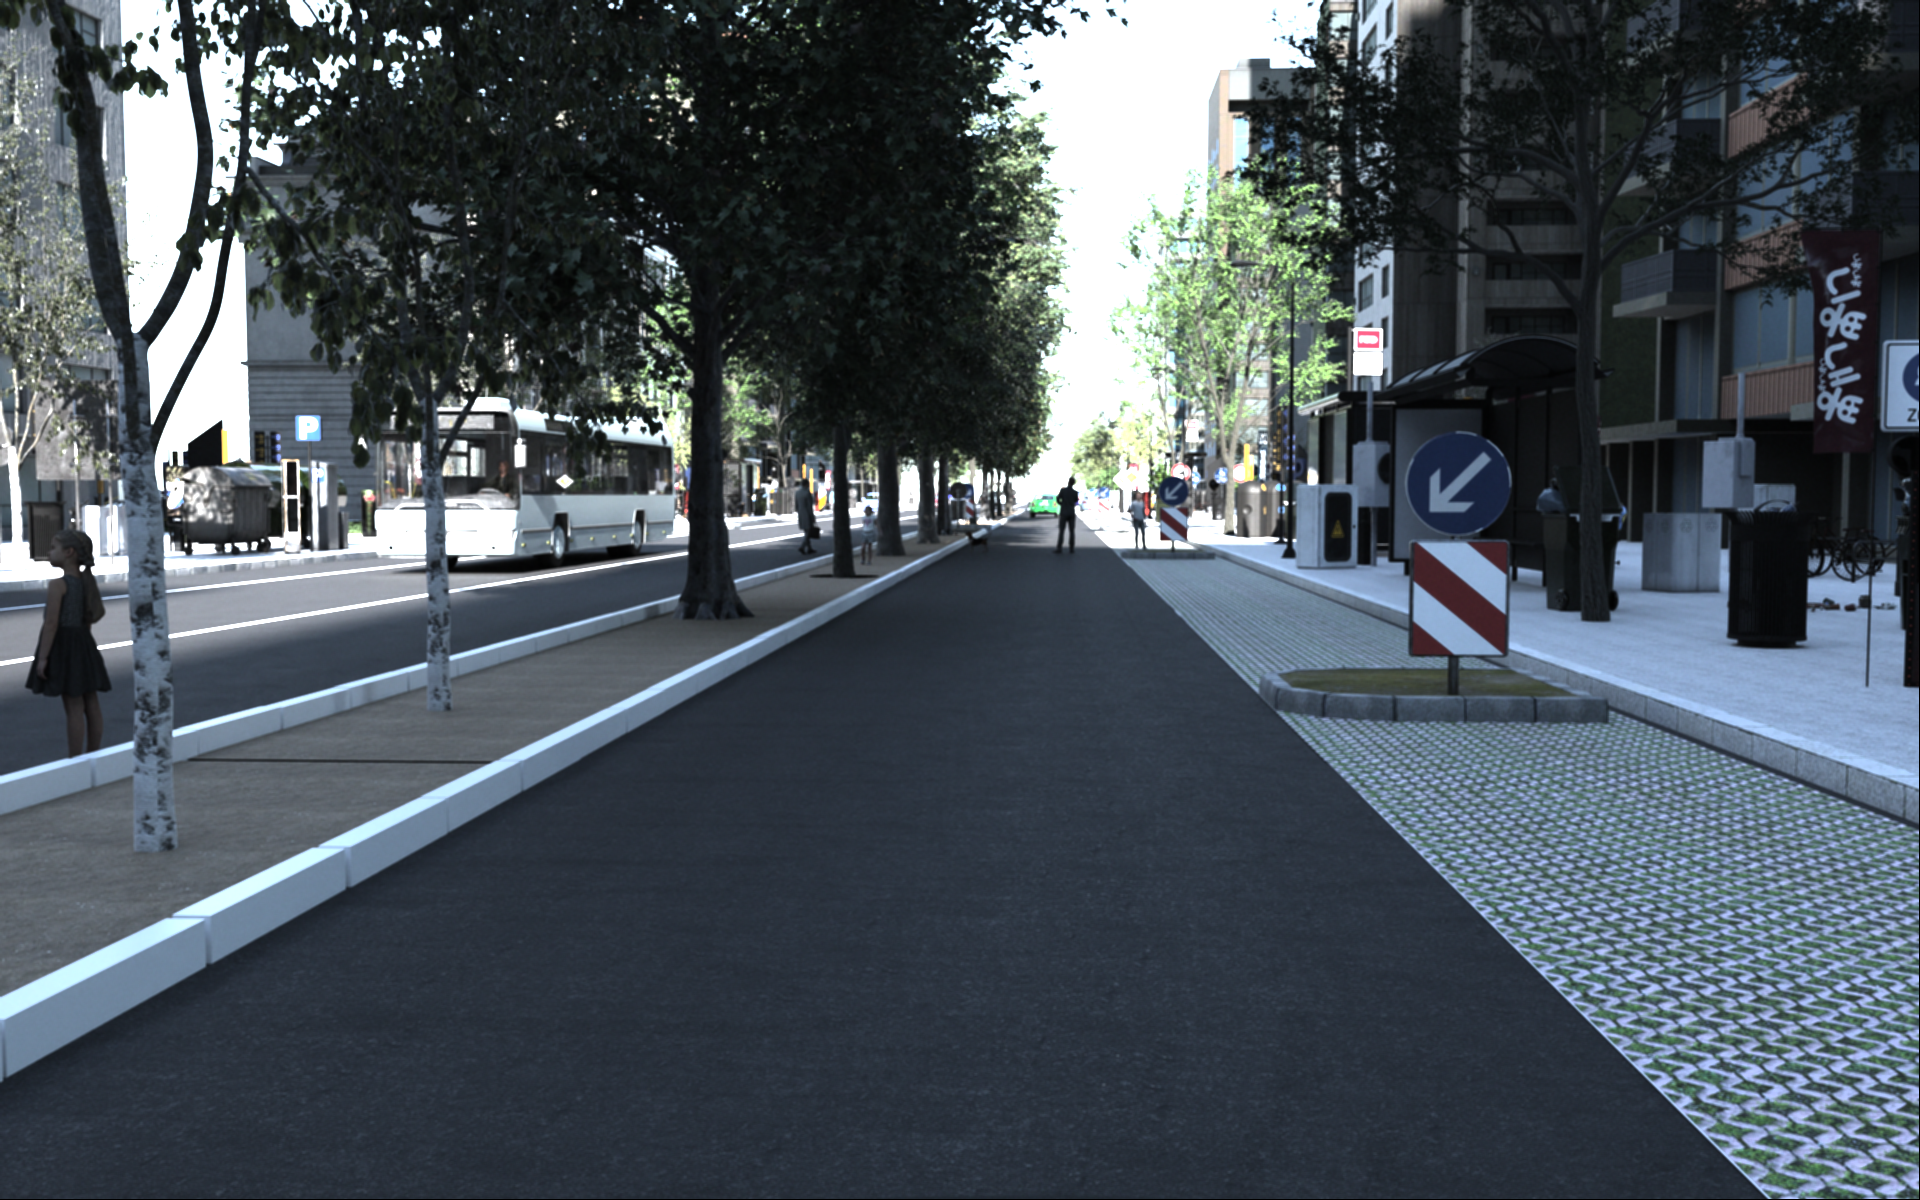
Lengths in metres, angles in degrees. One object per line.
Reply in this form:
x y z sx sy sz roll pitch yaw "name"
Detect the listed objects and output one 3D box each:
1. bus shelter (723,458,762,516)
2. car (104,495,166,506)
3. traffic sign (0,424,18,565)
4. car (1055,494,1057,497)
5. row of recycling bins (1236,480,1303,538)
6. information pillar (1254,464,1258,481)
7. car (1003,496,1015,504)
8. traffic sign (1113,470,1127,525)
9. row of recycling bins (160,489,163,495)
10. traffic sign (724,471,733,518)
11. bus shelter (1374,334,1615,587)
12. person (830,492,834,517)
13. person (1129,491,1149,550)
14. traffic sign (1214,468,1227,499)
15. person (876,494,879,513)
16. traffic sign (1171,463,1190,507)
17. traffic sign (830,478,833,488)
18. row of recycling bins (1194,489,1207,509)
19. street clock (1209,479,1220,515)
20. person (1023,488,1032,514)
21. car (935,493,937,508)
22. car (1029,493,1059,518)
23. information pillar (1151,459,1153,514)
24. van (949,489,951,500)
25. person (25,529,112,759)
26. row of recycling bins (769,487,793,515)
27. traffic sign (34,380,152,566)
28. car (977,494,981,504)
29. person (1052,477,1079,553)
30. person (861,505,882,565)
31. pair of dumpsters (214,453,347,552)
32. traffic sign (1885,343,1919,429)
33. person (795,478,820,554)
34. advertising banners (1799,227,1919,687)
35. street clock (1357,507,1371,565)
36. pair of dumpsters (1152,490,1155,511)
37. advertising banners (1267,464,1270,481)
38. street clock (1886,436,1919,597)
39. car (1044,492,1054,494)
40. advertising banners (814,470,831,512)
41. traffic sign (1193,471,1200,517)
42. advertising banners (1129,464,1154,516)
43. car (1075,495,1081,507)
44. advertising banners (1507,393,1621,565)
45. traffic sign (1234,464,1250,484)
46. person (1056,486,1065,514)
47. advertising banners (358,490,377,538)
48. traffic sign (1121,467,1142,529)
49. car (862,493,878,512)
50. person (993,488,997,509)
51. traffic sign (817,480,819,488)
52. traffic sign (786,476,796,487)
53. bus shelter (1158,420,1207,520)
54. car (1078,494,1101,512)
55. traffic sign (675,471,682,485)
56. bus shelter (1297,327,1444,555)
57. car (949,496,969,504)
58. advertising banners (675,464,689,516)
-13.370 -7.548 101.038 2.179 5.291 8.768 0 4 3 "bus shelter"
-34.000 -3.714 70.944 3.980 1.641 2.015 0 4 4 "car"
-17.413 -1.910 31.337 0.768 2.556 0.104 0 4 3 "traffic sign"
6.862 -7.422 131.143 2.009 1.686 4.222 0 4 4 "car"
9.637 -2.716 51.517 3.534 1.692 1.069 -2 4 -33 "row of recycling bins"
23.029 -8.748 134.389 0.504 3.616 0.183 -1 4 -12 "information pillar"
7.217 -15.396 260.758 2.155 1.783 4.494 0 4 2 "car"
6.746 -4.164 71.717 0.795 2.450 0.064 0 4 3 "traffic sign"
-63.918 -7.968 137.395 1.069 1.692 3.534 1 4 21 "row of recycling bins"
-12.504 -5.662 92.682 0.768 2.556 0.104 1 4 13 "traffic sign"
7.428 -1.887 24.774 2.014 3.302 5.546 0 4 3 "bus shelter"
-7.837 -6.141 108.769 0.638 1.841 0.748 0 4 2 "person"
4.464 -1.946 42.905 0.523 1.515 0.503 3 5 40 "person"
12.795 -5.164 84.534 0.768 2.556 0.104 1 4 12 "traffic sign"
-6.056 -7.482 131.007 0.537 1.800 0.526 2 4 33 "person"
9.174 -4.401 72.057 0.768 2.556 0.104 1 4 10 "traffic sign"
-10.043 -8.375 137.044 0.768 2.556 0.104 1 4 13 "traffic sign"
19.497 -8.069 139.042 1.069 1.692 3.534 -1 4 -17 "row of recycling bins"
12.489 -4.926 85.109 0.471 2.002 0.358 2 4 29 "street clock"
4.984 -7.188 125.872 0.795 1.843 0.661 0 4 7 "person"
-2.074 -9.229 159.926 2.155 1.783 4.494 0 4 2 "car"
5.204 -5.956 106.172 1.959 1.807 4.718 0 4 4 "car"
12.640 -7.513 114.193 0.183 3.616 0.504 -1 4 -9 "information pillar"
-0.616 -11.497 192.358 2.240 2.365 5.245 0 4 4 "van"
-4.533 0.268 8.781 0.373 1.253 0.362 1 4 10 "person"
-11.078 -6.153 107.716 1.069 1.692 3.534 -1 4 -18 "row of recycling bins"
-15.487 -2.268 30.955 2.265 3.308 0.079 1 4 8 "traffic sign"
3.576 -15.351 260.767 2.009 1.686 4.222 0 4 5 "car"
2.589 -2.089 42.462 0.655 1.846 0.447 -1 4 -14 "person"
-1.780 -1.300 34.771 0.505 1.210 0.382 1 4 17 "person"
-15.796 -2.297 40.048 1.574 2.255 4.437 0 4 3 "pair of dumpsters"
6.450 -0.578 11.587 0.606 2.300 0.079 0 4 6 "traffic sign"
-3.650 -2.011 41.481 0.694 1.812 0.767 3 5 45 "person"
6.554 -0.931 11.405 2.074 3.025 0.090 0 4 4 "advertising banners"
7.345 -1.640 31.383 0.358 2.002 0.471 -2 4 -26 "street clock"
14.920 -7.735 128.963 1.574 2.255 4.437 0 4 3 "pair of dumpsters"
17.398 -6.368 100.304 2.074 3.025 0.090 -3 4 -38 "advertising banners"
11.849 -1.045 21.661 0.471 2.002 0.358 1 4 13 "street clock"
13.731 -15.899 268.626 2.281 1.827 5.304 0 4 4 "car"
-10.394 -7.949 126.157 2.074 3.025 0.090 0 4 -7 "advertising banners"
13.093 -5.942 97.264 0.768 2.556 0.104 1 4 12 "traffic sign"
10.781 -6.337 99.791 2.074 3.025 0.090 0 4 -1 "advertising banners"
12.626 -10.145 178.450 1.945 1.354 3.894 0 4 4 "car"
10.499 -2.078 30.166 2.074 3.025 0.090 0 4 -4 "advertising banners"
12.037 -4.543 74.381 0.768 2.556 0.104 1 4 11 "traffic sign"
4.439 -4.023 74.524 0.600 1.795 0.529 1 4 9 "person"
-16.705 -3.365 51.205 2.074 3.025 0.090 -1 4 -22 "advertising banners"
6.302 -3.676 63.744 0.795 2.450 0.064 0 4 3 "traffic sign"
-6.617 -7.668 134.959 1.945 1.707 3.694 0 4 4 "car"
1.991 -6.078 107.715 0.661 1.843 0.795 0 4 -8 "person"
-10.023 -7.533 125.294 0.606 2.300 0.079 0 4 8 "traffic sign"
-12.175 -7.599 124.344 0.768 2.556 0.104 0 4 4 "traffic sign"
11.633 -6.951 91.288 2.179 5.291 8.768 0 4 3 "bus shelter"
9.857 -7.191 129.577 2.014 1.417 4.499 0 4 1 "car"
-10.765 -3.735 64.713 0.795 2.450 0.064 0 4 3 "traffic sign"
8.992 -3.780 39.436 2.179 5.291 8.768 0 4 3 "bus shelter"
-0.020 -7.424 133.744 2.083 1.381 4.827 0 4 2 "car"
-15.872 -6.411 101.000 2.074 3.025 0.090 -2 4 -26 "advertising banners"
